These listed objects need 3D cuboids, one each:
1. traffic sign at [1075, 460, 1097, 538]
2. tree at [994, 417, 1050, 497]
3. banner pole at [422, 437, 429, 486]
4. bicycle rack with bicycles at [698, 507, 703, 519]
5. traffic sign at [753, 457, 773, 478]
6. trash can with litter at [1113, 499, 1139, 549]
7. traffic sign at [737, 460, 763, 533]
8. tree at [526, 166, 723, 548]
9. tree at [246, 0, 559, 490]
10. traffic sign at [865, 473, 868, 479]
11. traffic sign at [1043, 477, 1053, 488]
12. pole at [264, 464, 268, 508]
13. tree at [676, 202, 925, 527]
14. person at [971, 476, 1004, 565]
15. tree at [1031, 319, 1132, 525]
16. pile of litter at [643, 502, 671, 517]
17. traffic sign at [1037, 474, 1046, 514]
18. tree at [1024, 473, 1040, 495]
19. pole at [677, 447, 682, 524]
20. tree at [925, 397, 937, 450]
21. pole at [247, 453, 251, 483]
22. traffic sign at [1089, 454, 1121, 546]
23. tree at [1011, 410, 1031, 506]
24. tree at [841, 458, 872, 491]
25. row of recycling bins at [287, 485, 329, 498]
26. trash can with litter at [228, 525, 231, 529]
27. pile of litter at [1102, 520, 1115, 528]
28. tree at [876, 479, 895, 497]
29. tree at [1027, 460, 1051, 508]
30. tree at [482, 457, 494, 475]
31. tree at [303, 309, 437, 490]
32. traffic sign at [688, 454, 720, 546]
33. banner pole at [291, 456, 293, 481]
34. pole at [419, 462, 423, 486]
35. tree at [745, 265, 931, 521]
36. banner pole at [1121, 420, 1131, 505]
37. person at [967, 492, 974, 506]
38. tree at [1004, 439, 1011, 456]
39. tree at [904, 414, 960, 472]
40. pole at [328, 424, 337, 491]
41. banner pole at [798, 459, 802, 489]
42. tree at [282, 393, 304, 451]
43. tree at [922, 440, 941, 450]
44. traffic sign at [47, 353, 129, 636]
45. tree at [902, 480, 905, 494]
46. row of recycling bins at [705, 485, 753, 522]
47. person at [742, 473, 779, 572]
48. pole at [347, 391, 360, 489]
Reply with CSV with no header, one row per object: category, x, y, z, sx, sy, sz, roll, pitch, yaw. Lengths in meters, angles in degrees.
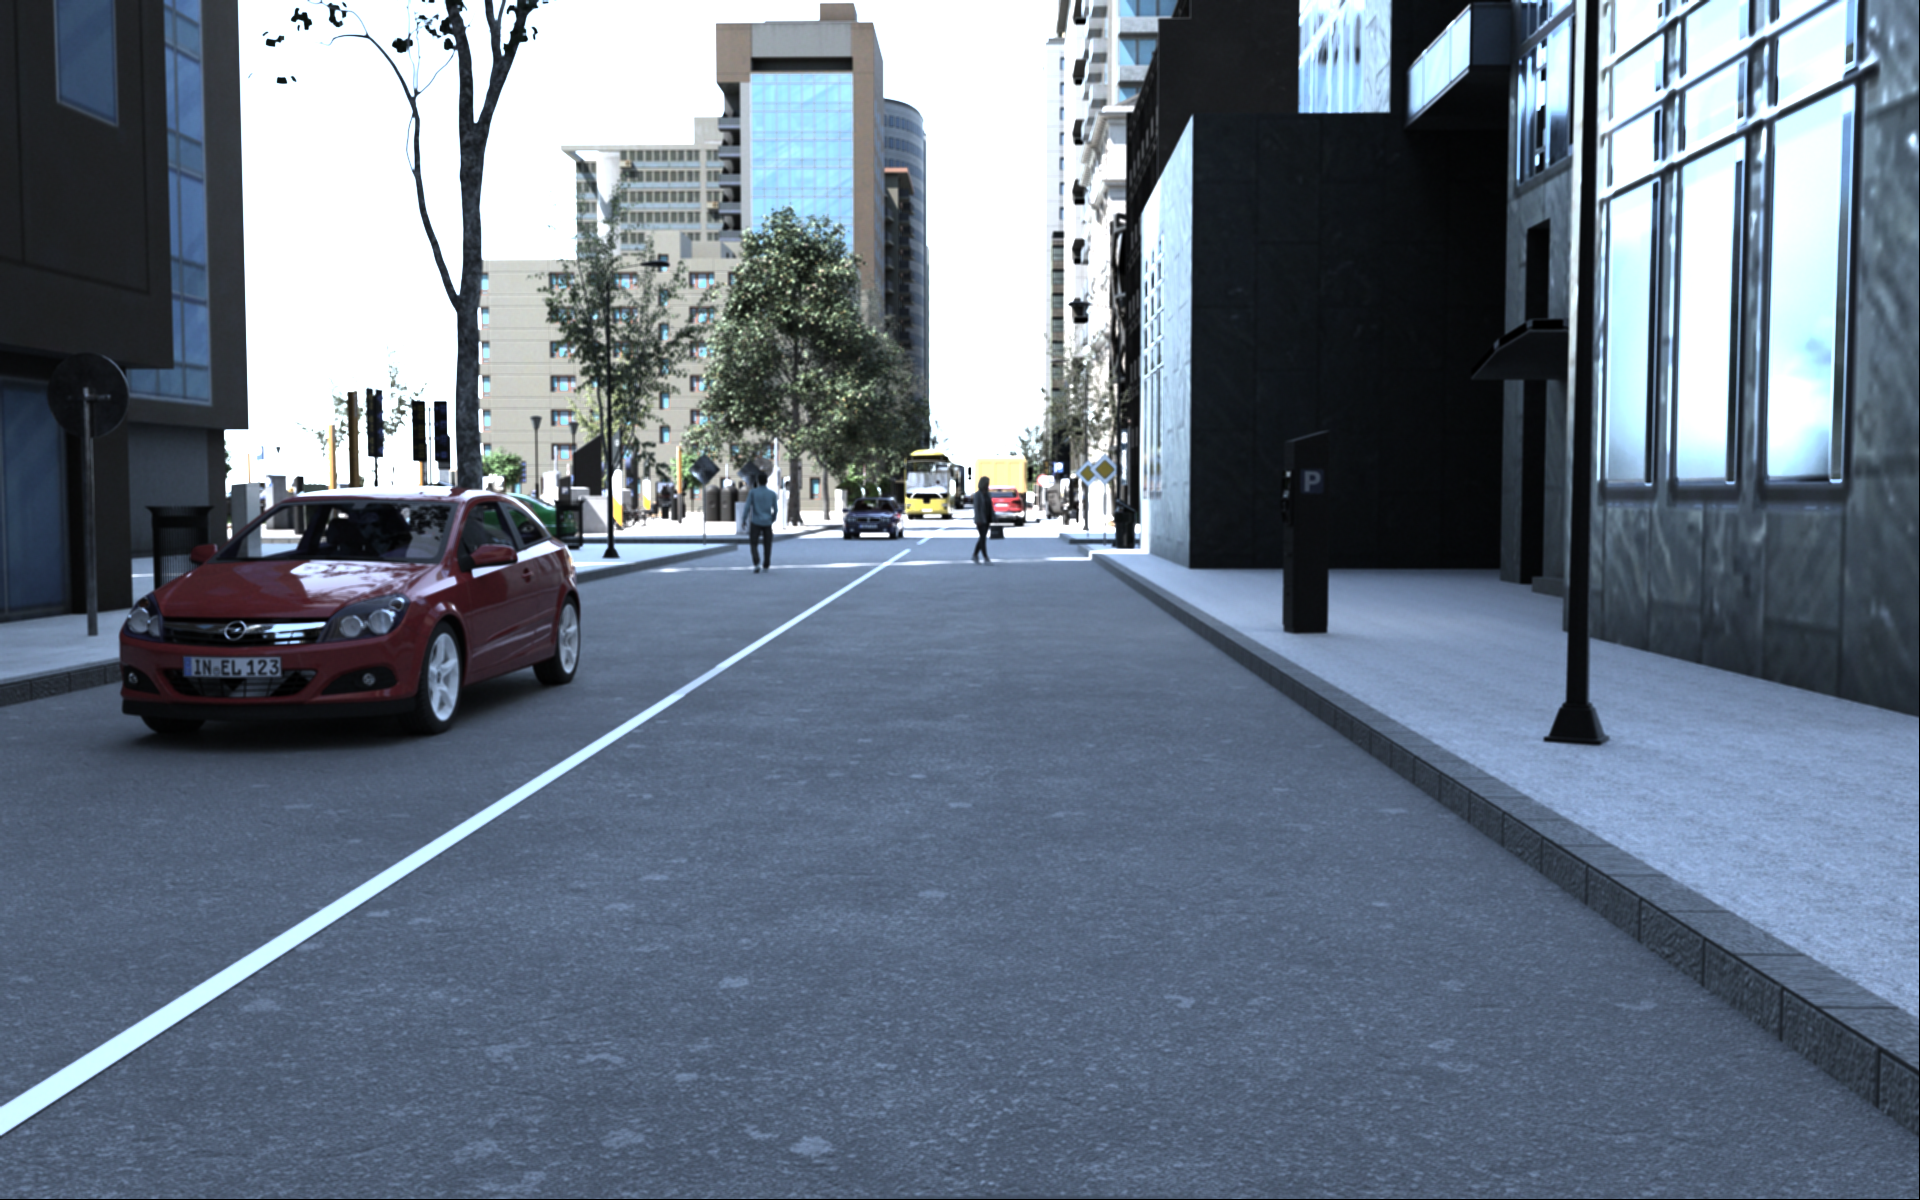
traffic sign,3.756,-2.886,50.831,0.795,2.450,0.064,0,4,1
tree,7.847,-16.794,208.992,8.767,10.594,7.601,0,4,-6
banner pole,-23.052,-5.198,75.000,0.401,3.779,0.863,1,4,16
bicycle rack with bicycles,-12.067,-4.580,88.267,2.852,0.926,2.925,-2,4,-35
traffic sign,-6.826,-3.653,59.830,0.768,2.556,0.104,0,4,2
trash can with litter,4.128,-1.792,40.680,1.055,1.170,0.624,1,4,13
traffic sign,-6.186,-2.901,51.067,0.795,2.450,0.064,0,4,1
tree,-7.824,-5.450,39.467,4.360,8.622,3.978,0,3,0
tree,-6.444,-10.434,26.481,12.611,20.169,13.585,0,3,0
traffic sign,-5.729,-6.456,105.555,0.884,2.594,0.081,0,4,5
traffic sign,5.112,-6.008,100.365,0.606,2.300,0.079,0,4,7
pole,-47.343,-7.607,118.214,0.158,3.312,0.155,0,3,0
tree,-6.466,-9.254,68.318,9.611,12.733,9.660,0,3,0
person,0.517,-1.631,35.351,0.728,1.800,0.709,3,5,45
tree,5.102,-7.458,72.299,4.360,8.622,3.978,0,3,0
pile of litter,-16.896,-5.038,96.332,1.719,0.858,1.176,0,4,-6
traffic sign,5.357,-6.836,111.879,0.768,2.556,0.104,0,4,8
tree,6.758,-10.002,158.135,1.663,3.219,1.824,0,3,0
pole,-12.049,-4.930,74.451,0.158,3.312,0.155,0,3,0
tree,-6.038,-12.378,119.381,9.611,12.733,9.660,0,3,0
pole,-34.882,-5.577,85.027,0.158,3.312,0.155,0,3,0
traffic sign,3.582,-2.398,42.847,0.795,2.450,0.064,0,4,1
tree,6.727,-11.841,143.965,4.360,8.622,3.978,0,3,0
tree,-5.803,-6.104,94.399,1.663,3.219,1.824,0,3,0
row of recycling bins,-28.738,-4.266,76.856,3.534,1.692,1.069,3,5,42
trash can with litter,-27.071,-3.265,64.443,2.233,1.210,1.678,1,4,10
pile of litter,6.145,-3.247,67.053,1.719,0.858,1.176,-2,4,-35
tree,-5.883,-8.360,131.294,1.663,3.219,1.824,0,3,0
tree,7.019,-10.918,162.222,4.285,4.588,4.351,0,3,0
tree,-21.429,-5.067,77.454,1.663,3.219,1.824,0,3,0
tree,-22.729,-7.230,68.580,4.360,8.622,3.978,0,3,0
traffic sign,-6.359,-2.412,43.083,0.795,2.450,0.064,0,4,1
banner pole,-43.764,-7.557,113.577,0.401,3.779,0.863,-2,4,-28
pole,-26.099,-5.506,83.861,0.158,3.312,0.155,0,3,0
tree,-6.614,-10.593,83.560,12.009,13.543,11.850,0,3,0
banner pole,5.632,-4.200,58.684,0.401,3.779,0.863,-1,4,-21
person,1.474,-12.645,215.954,1.217,1.735,0.721,1,4,11
tree,6.856,-14.276,183.769,4.360,8.622,3.978,0,3,0
tree,-3.321,-16.356,201.824,7.601,10.594,8.767,0,4,5
pole,-18.315,-3.469,50.569,0.158,3.312,0.155,0,3,0
banner pole,-10.028,-7.158,107.050,0.401,3.779,0.863,2,4,34
tree,-32.874,-8.574,90.548,4.360,8.622,3.978,0,3,0
tree,-3.877,-16.191,215.089,4.360,8.622,3.978,0,3,0
traffic sign,-7.866,-0.950,15.633,0.768,2.556,0.104,0,4,5
tree,-5.120,-10.741,170.223,1.663,3.219,1.824,0,3,0
row of recycling bins,-10.148,-4.442,79.741,3.534,1.692,1.069,1,4,16
person,-3.649,-1.421,31.755,0.660,1.820,0.620,-1,4,-19
pole,-12.027,-2.480,34.392,0.158,3.312,0.155,0,3,0
